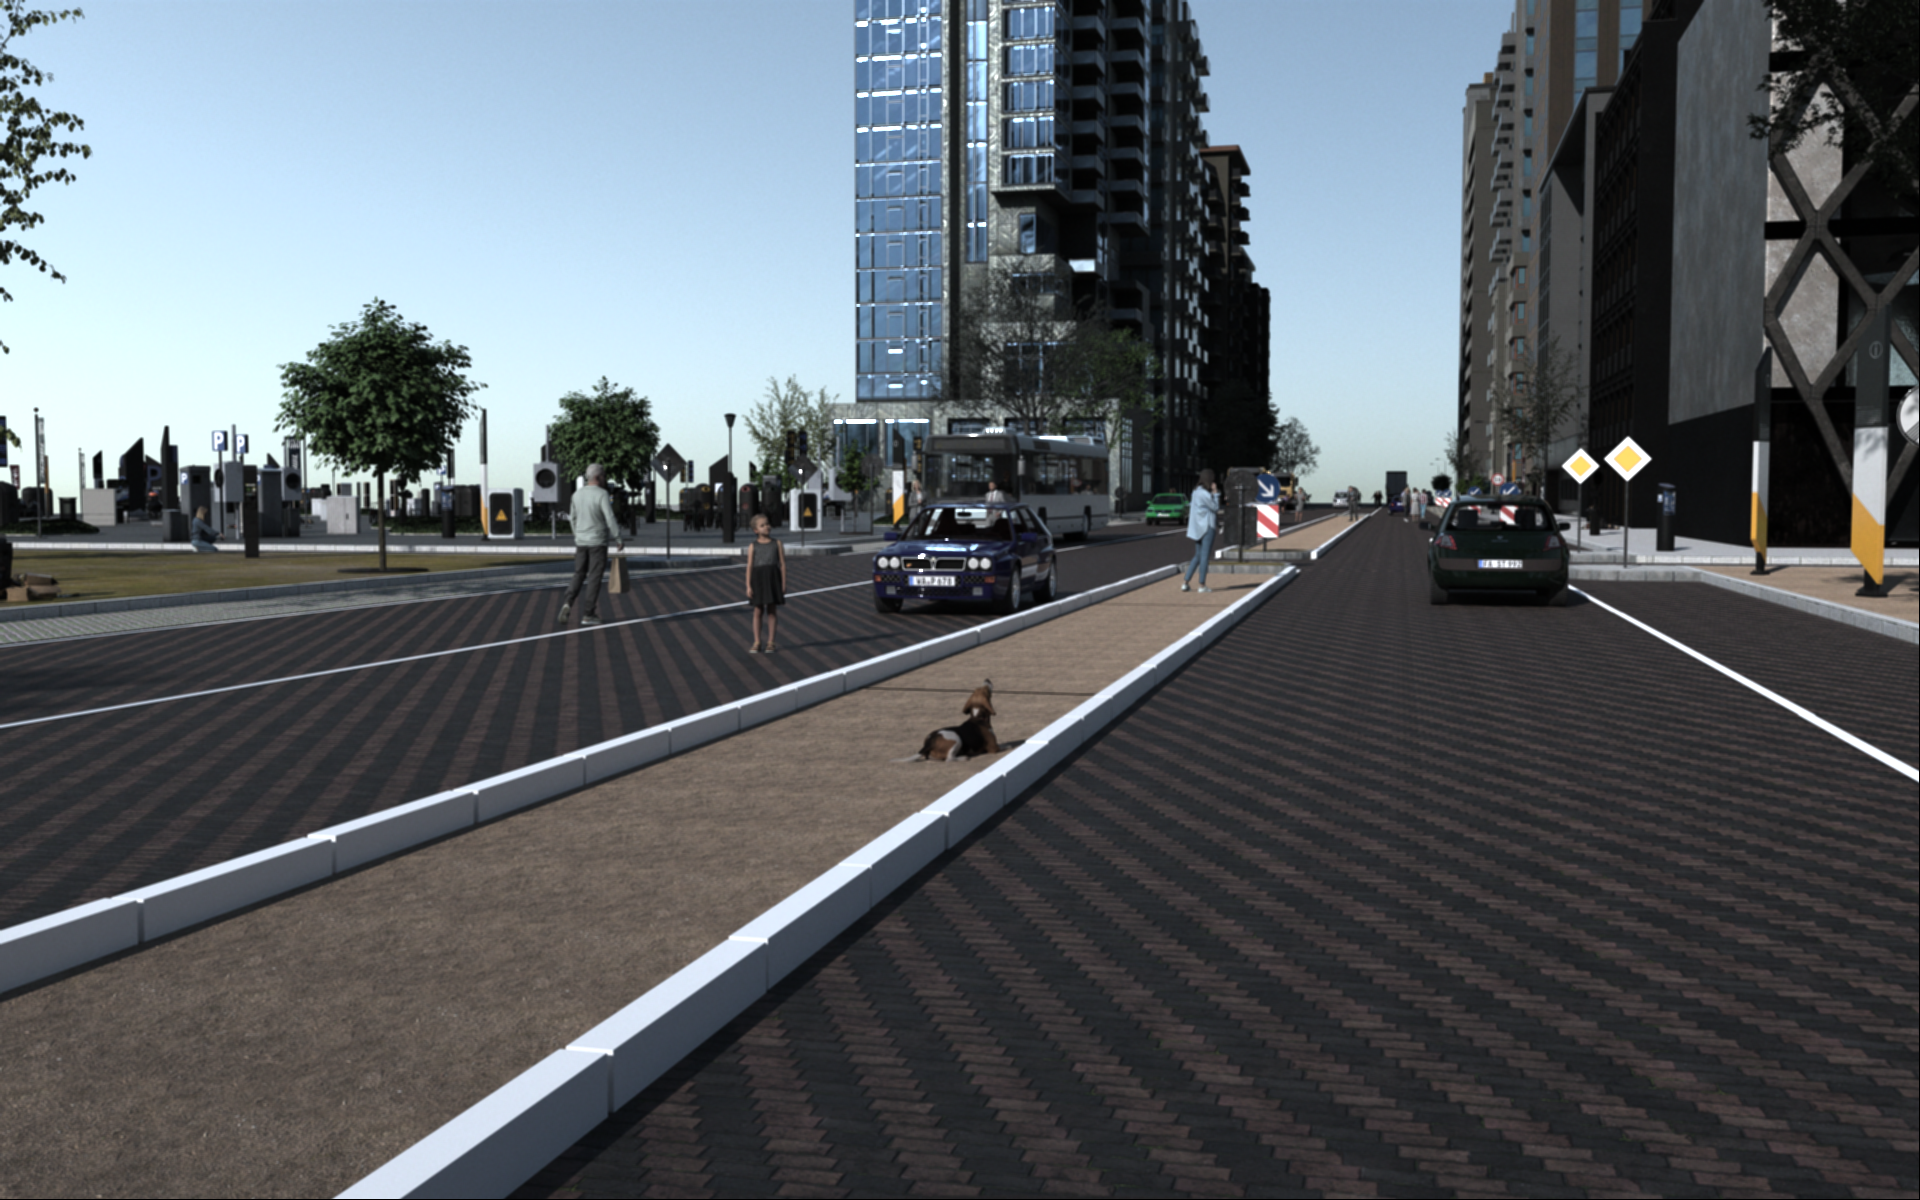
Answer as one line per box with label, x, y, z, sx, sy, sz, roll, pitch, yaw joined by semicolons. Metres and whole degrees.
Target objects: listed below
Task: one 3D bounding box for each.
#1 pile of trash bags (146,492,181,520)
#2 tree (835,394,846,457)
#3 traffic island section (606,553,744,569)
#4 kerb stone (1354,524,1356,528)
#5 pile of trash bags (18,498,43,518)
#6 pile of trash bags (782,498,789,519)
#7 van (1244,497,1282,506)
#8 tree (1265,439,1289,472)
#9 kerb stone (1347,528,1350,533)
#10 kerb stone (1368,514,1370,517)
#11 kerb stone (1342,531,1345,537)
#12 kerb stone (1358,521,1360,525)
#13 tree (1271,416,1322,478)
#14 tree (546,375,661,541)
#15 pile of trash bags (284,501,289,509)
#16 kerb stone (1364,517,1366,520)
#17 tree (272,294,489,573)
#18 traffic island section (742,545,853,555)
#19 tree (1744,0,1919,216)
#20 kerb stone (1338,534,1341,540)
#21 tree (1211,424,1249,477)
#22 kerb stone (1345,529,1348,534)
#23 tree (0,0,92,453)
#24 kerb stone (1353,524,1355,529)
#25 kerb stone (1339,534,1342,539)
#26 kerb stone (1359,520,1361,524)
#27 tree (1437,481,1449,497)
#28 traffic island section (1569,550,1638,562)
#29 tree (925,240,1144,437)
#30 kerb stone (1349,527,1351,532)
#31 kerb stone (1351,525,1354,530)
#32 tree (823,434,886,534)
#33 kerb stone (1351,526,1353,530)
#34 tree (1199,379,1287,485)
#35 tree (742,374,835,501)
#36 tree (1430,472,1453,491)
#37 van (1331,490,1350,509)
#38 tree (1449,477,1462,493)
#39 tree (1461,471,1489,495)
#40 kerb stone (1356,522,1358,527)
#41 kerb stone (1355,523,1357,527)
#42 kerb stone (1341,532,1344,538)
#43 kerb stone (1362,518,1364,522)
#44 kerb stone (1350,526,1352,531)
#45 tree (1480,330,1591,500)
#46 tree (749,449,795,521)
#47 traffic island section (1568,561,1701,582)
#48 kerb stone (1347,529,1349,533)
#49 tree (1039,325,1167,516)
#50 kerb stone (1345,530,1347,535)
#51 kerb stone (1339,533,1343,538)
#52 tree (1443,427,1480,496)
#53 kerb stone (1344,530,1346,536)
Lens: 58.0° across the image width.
pile of trash bags;-40.163;-4.755;87.494;3.447;1.369;1.912;3;5;42
tree;-9.851;-10.259;118.098;4.737;8.622;4.395;0;3;0
traffic island section;-5.806;-0.740;34.376;2.009;0.180;2.903;1;4;14
kerb stone;15.500;-2.834;68.634;0.120;0.150;1.000;1;4;14
pile of trash bags;-51.576;-5.123;93.520;1.912;1.369;3.447;2;4;30
pile of trash bags;-8.678;-4.789;88.055;1.912;1.369;3.447;1;4;22
van;13.877;-4.464;80.004;2.013;2.044;4.112;1;4;12
tree;40.215;-16.715;223.653;4.737;8.622;4.395;0;3;0
kerb stone;13.494;-2.354;60.676;0.120;0.150;1.000;1;4;14
kerb stone;23.306;-4.724;99.438;0.120;0.150;1.000;1;4;14
kerb stone;12.227;-2.047;55.712;0.120;0.150;1.000;1;4;14
kerb stone;17.265;-3.260;75.590;0.120;0.150;1.000;1;4;14
tree;51.327;-21.986;269.834;12.009;13.543;11.850;0;3;0
tree;-9.809;-3.935;48.052;4.285;4.588;4.351;0;3;0
pile of trash bags;-36.731;-5.110;93.308;3.447;1.369;1.912;2;4;31
kerb stone;20.540;-4.056;88.514;0.120;0.150;1.000;1;4;14
tree;-9.499;-2.748;28.642;4.285;4.588;4.351;0;3;0
traffic island section;-3.845;-1.213;42.117;2.009;0.180;2.903;1;4;14
tree;10.439;-4.882;14.235;7.601;10.594;8.767;-3;5;-43
kerb stone;11.220;-1.807;51.736;0.120;0.150;1.000;1;4;14
tree;28.208;-14.042;179.941;4.360;8.622;3.978;0;3;0
kerb stone;12.989;-2.232;58.685;0.120;0.150;1.000;1;4;14
tree;-11.642;-4.211;19.207;4.737;8.622;4.395;0;3;0
kerb stone;15.253;-2.779;67.631;0.120;0.150;1.000;1;4;14
kerb stone;11.475;-1.859;52.727;0.120;0.150;1.000;1;4;14
kerb stone;17.778;-3.387;77.576;0.120;0.150;1.000;1;4;14
tree;68.205;-15.329;245.230;1.663;3.219;1.824;0;3;0
traffic island section;13.499;-0.945;37.735;2.009;0.180;2.903;1;4;14
tree;3.584;-10.588;83.485;12.009;13.543;11.850;0;3;0
kerb stone;13.986;-2.476;62.670;0.120;0.150;1.000;1;4;14
kerb stone;14.747;-2.658;65.647;0.120;0.150;1.000;1;4;14
tree;-3.456;-3.726;55.525;1.663;3.219;1.824;0;3;0
kerb stone;14.500;-2.597;64.654;0.120;0.150;1.000;1;4;14
tree;30.622;-17.231;188.384;9.857;13.997;8.962;0;3;0
tree;-10.846;-9.489;105.514;4.737;8.622;4.395;0;3;0
tree;71.149;-16.634;255.677;4.285;4.588;4.351;0;3;0
van;37.545;-9.978;170.158;2.013;2.044;4.112;1;4;15
tree;51.845;-11.248;178.503;1.663;3.219;1.824;0;3;0
tree;40.467;-8.591;135.066;1.663;3.219;1.824;0;3;0
kerb stone;16.514;-3.083;72.606;0.120;0.150;1.000;1;4;14
kerb stone;16.011;-2.959;70.618;0.120;0.150;1.000;1;4;14
kerb stone;11.982;-1.989;54.718;0.120;0.150;1.000;1;4;14
kerb stone;19.282;-3.753;83.553;0.120;0.150;1.000;1;4;14
kerb stone;14.245;-2.536;63.662;0.120;0.150;1.000;1;4;14
tree;25.805;-7.765;77.326;4.360;8.622;3.978;0;3;0
tree;-8.315;-4.890;74.548;1.663;3.219;1.824;0;3;0
traffic island section;11.538;-0.472;29.993;2.009;0.180;2.903;1;4;14
kerb stone;13.240;-2.290;59.686;0.120;0.150;1.000;1;4;14
tree;8.578;-10.866;103.419;9.928;11.665;9.643;0;3;0
kerb stone;12.737;-2.171;57.692;0.120;0.150;1.000;1;4;14
kerb stone;11.721;-1.928;53.718;0.120;0.150;1.000;1;4;14
tree;55.143;-14.684;190.438;4.360;8.622;3.978;0;3;0
kerb stone;12.487;-2.110;56.701;0.120;0.150;1.000;1;4;14
